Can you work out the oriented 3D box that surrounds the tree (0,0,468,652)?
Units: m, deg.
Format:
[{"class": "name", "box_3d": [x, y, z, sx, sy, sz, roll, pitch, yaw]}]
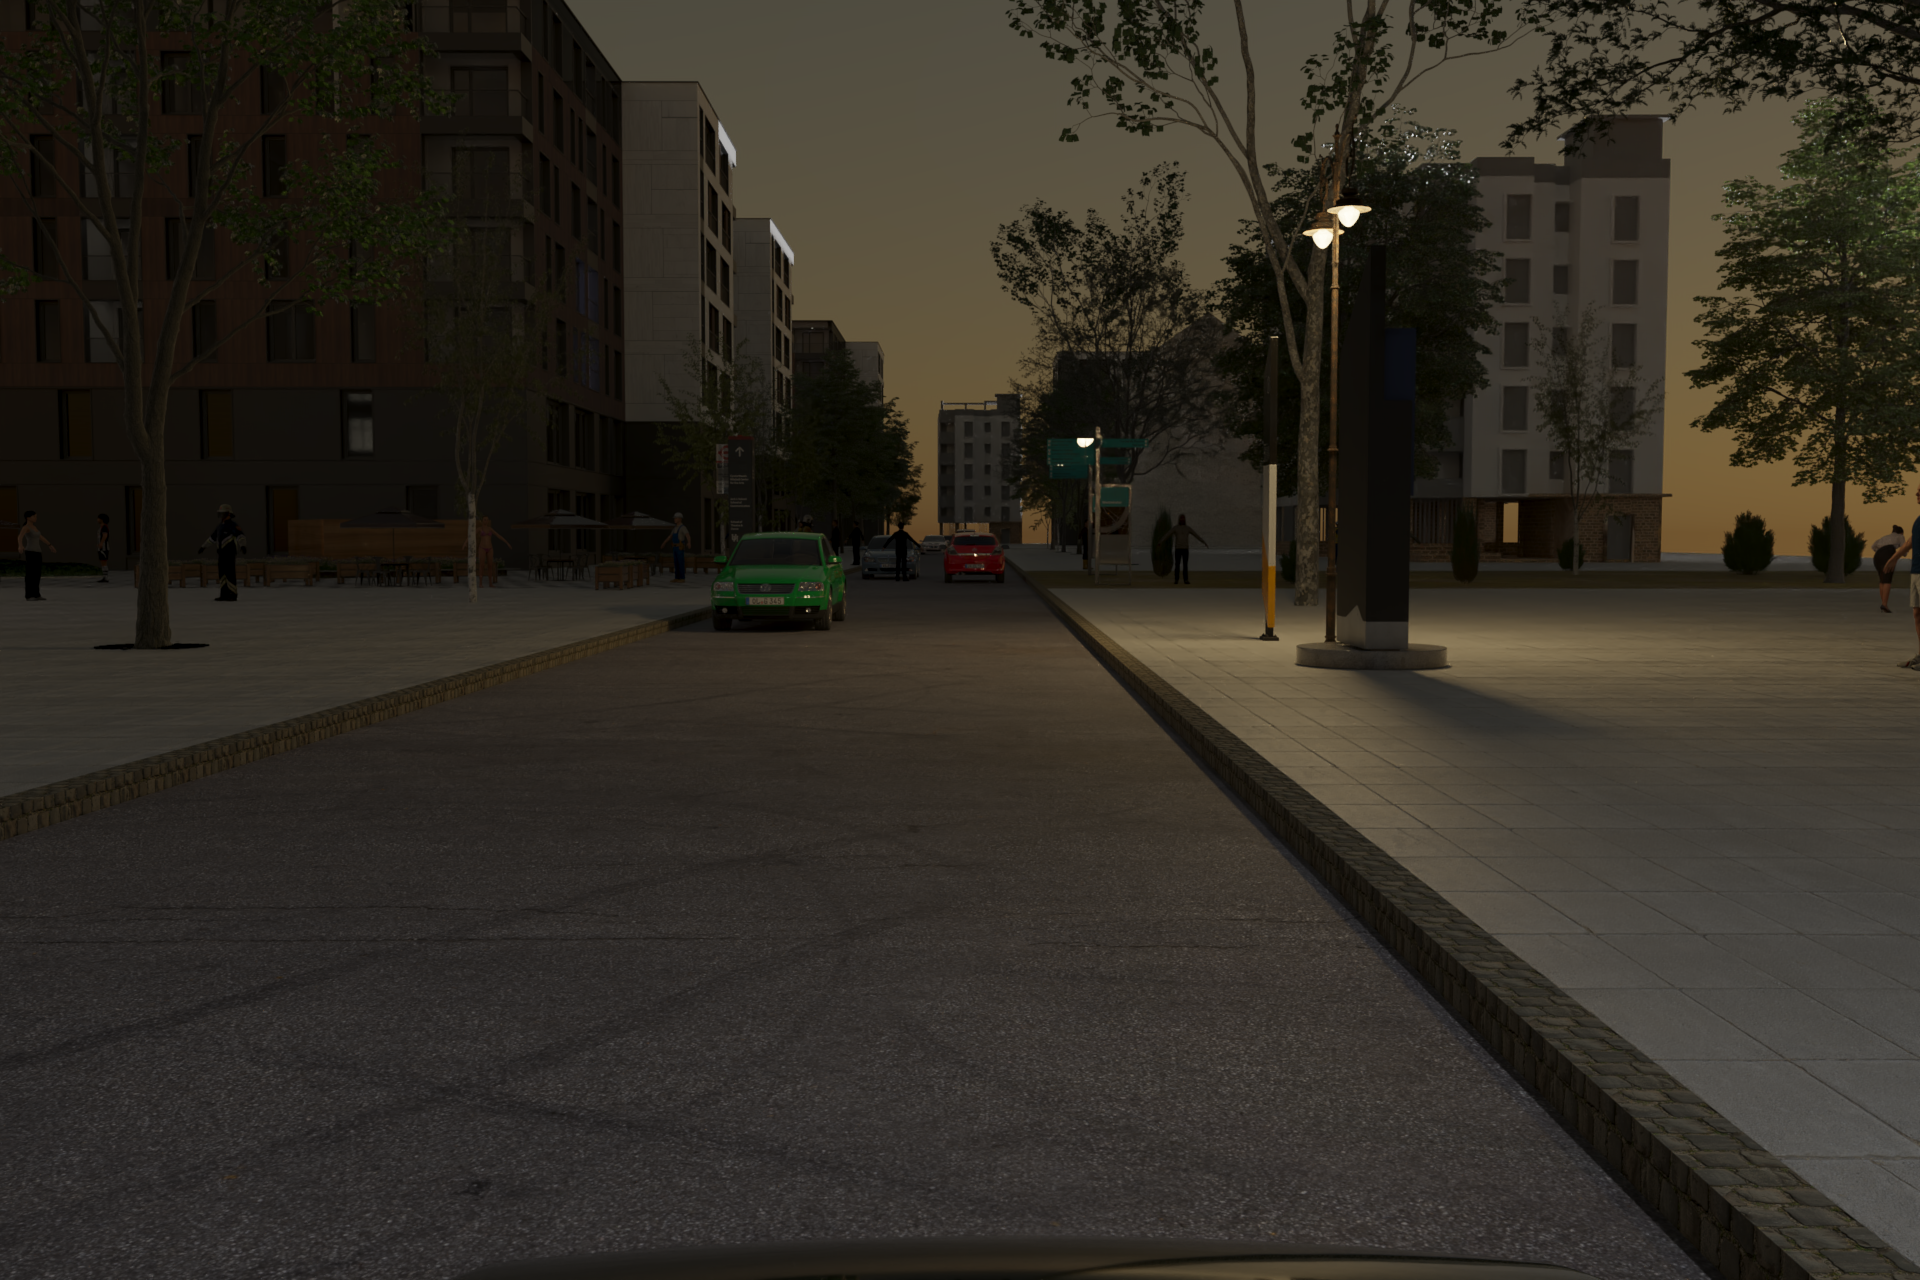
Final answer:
[{"class": "tree", "box_3d": [-8.962, -5.700, 18.955, 9.928, 11.665, 9.643, 0, 3, 0]}]

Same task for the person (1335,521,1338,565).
[{"class": "person", "box_3d": [15.797, -4.055, 72.273, 0.705, 1.833, 1.349, 0, 4, 0]}]

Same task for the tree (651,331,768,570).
[{"class": "tree", "box_3d": [-8.752, -6.834, 62.092, 4.737, 8.622, 4.395, 0, 3, 0]}]

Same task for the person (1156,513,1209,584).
[{"class": "person", "box_3d": [5.683, -2.337, 44.337, 1.348, 1.813, 0.705, 0, 4, -2]}]

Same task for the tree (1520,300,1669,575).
[{"class": "tree", "box_3d": [19.389, -6.382, 54.701, 4.360, 8.622, 3.978, 0, 3, 0]}]

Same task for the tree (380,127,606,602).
[{"class": "tree", "box_3d": [-9.363, -5.006, 32.213, 4.360, 8.622, 3.978, 0, 3, 0]}]

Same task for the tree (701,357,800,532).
[{"class": "tree", "box_3d": [-8.017, -7.401, 71.372, 4.360, 8.622, 3.978, 0, 3, 0]}]

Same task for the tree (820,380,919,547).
[{"class": "tree", "box_3d": [-7.935, -14.169, 138.315, 9.857, 13.997, 8.962, 0, 3, 0]}]

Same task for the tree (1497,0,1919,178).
[{"class": "tree", "box_3d": [6.391, -4.638, 10.247, 7.601, 10.594, 8.767, -1, 4, -11]}]

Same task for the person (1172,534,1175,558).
[{"class": "person", "box_3d": [8.859, -3.919, 73.345, 0.599, 1.433, 0.991, 0, 4, -7]}]

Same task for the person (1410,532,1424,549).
[{"class": "person", "box_3d": [11.736, -2.458, 46.465, 1.348, 1.796, 0.705, 2, 4, 24]}]

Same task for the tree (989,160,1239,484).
[{"class": "tree", "box_3d": [8.397, -14.164, 87.469, 12.611, 20.169, 13.585, 0, 3, 0]}]

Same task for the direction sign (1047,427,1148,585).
[{"class": "direction sign", "box_3d": [3.430, -3.301, 42.731, 2.525, 3.948, 1.411, 0, 4, 0]}]

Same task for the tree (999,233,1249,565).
[{"class": "tree", "box_3d": [6.837, -9.839, 71.244, 12.009, 13.543, 11.850, 0, 3, 0]}]

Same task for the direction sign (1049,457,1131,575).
[{"class": "direction sign", "box_3d": [4.026, -3.936, 53.117, 2.525, 3.948, 1.411, 0, 4, 0]}]

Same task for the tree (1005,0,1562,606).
[{"class": "tree", "box_3d": [5.806, -10.764, 31.884, 12.611, 20.169, 13.585, 0, 3, 0]}]

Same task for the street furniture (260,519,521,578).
[{"class": "street furniture", "box_3d": [-18.771, -2.836, 53.216, 9.812, 1.723, 11.010, -2, 4, -33]}]

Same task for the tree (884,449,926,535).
[{"class": "tree", "box_3d": [-9.568, -19.937, 232.629, 9.857, 13.997, 8.962, 0, 3, 0]}]

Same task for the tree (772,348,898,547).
[{"class": "tree", "box_3d": [-7.630, -11.461, 105.516, 7.486, 12.596, 7.792, 0, 3, 0]}]

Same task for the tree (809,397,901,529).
[{"class": "tree", "box_3d": [-7.950, -12.413, 128.708, 9.928, 11.665, 9.643, 0, 3, 0]}]

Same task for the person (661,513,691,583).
[{"class": "person", "box_3d": [-7.437, -2.435, 45.671, 0.705, 1.847, 1.347, -3, 5, -42]}]

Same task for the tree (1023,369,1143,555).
[{"class": "tree", "box_3d": [7.577, -11.185, 108.627, 9.928, 11.665, 9.643, 0, 3, 0]}]

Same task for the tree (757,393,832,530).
[{"class": "tree", "box_3d": [-8.553, -8.582, 90.671, 4.737, 8.622, 4.395, 0, 3, 0]}]

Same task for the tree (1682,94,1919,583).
[{"class": "tree", "box_3d": [23.050, -7.781, 45.346, 7.486, 12.596, 7.792, 0, 3, 0]}]

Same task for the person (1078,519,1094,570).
[{"class": "person", "box_3d": [4.622, -3.456, 62.647, 0.704, 1.812, 1.346, 3, 5, 39]}]

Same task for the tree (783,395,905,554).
[{"class": "tree", "box_3d": [-7.754, -11.005, 114.337, 8.767, 10.594, 7.601, 0, 4, 1]}]

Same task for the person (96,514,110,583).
[{"class": "person", "box_3d": [-22.655, -2.422, 45.744, 0.704, 1.843, 1.345, -2, 4, -28]}]

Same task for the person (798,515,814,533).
[{"class": "person", "box_3d": [-4.555, -2.833, 52.088, 0.705, 1.858, 1.354, -1, 4, -21]}]

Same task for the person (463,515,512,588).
[{"class": "person", "box_3d": [-11.339, -2.123, 41.508, 1.217, 1.733, 0.721, -3, 4, -37]}]

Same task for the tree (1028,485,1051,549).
[{"class": "tree", "box_3d": [7.461, -12.057, 147.499, 4.737, 8.622, 4.395, 0, 3, 0]}]

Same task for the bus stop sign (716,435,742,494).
[{"class": "bus stop sign", "box_3d": [-6.145, -3.553, 46.800, 0.855, 3.939, 0.416, 0, 4, 3]}]

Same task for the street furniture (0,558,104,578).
[{"class": "street furniture", "box_3d": [-30.549, -2.332, 53.759, 5.734, 0.657, 10.072, -3, 4, -37]}]

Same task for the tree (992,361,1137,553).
[{"class": "tree", "box_3d": [7.367, -12.863, 120.677, 12.009, 13.543, 11.850, 0, 3, 0]}]

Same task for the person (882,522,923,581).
[{"class": "person", "box_3d": [-1.764, -2.680, 52.458, 1.347, 1.806, 0.705, 1, 4, 21]}]

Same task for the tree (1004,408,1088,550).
[{"class": "tree", "box_3d": [7.427, -13.611, 140.659, 7.486, 12.596, 7.792, 0, 3, 0]}]

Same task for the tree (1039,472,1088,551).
[{"class": "tree", "box_3d": [7.635, -11.129, 132.318, 4.737, 8.622, 4.395, 0, 3, 0]}]

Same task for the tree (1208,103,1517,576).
[{"class": "tree", "box_3d": [11.837, -8.949, 52.979, 9.857, 13.997, 8.962, 0, 3, 0]}]
